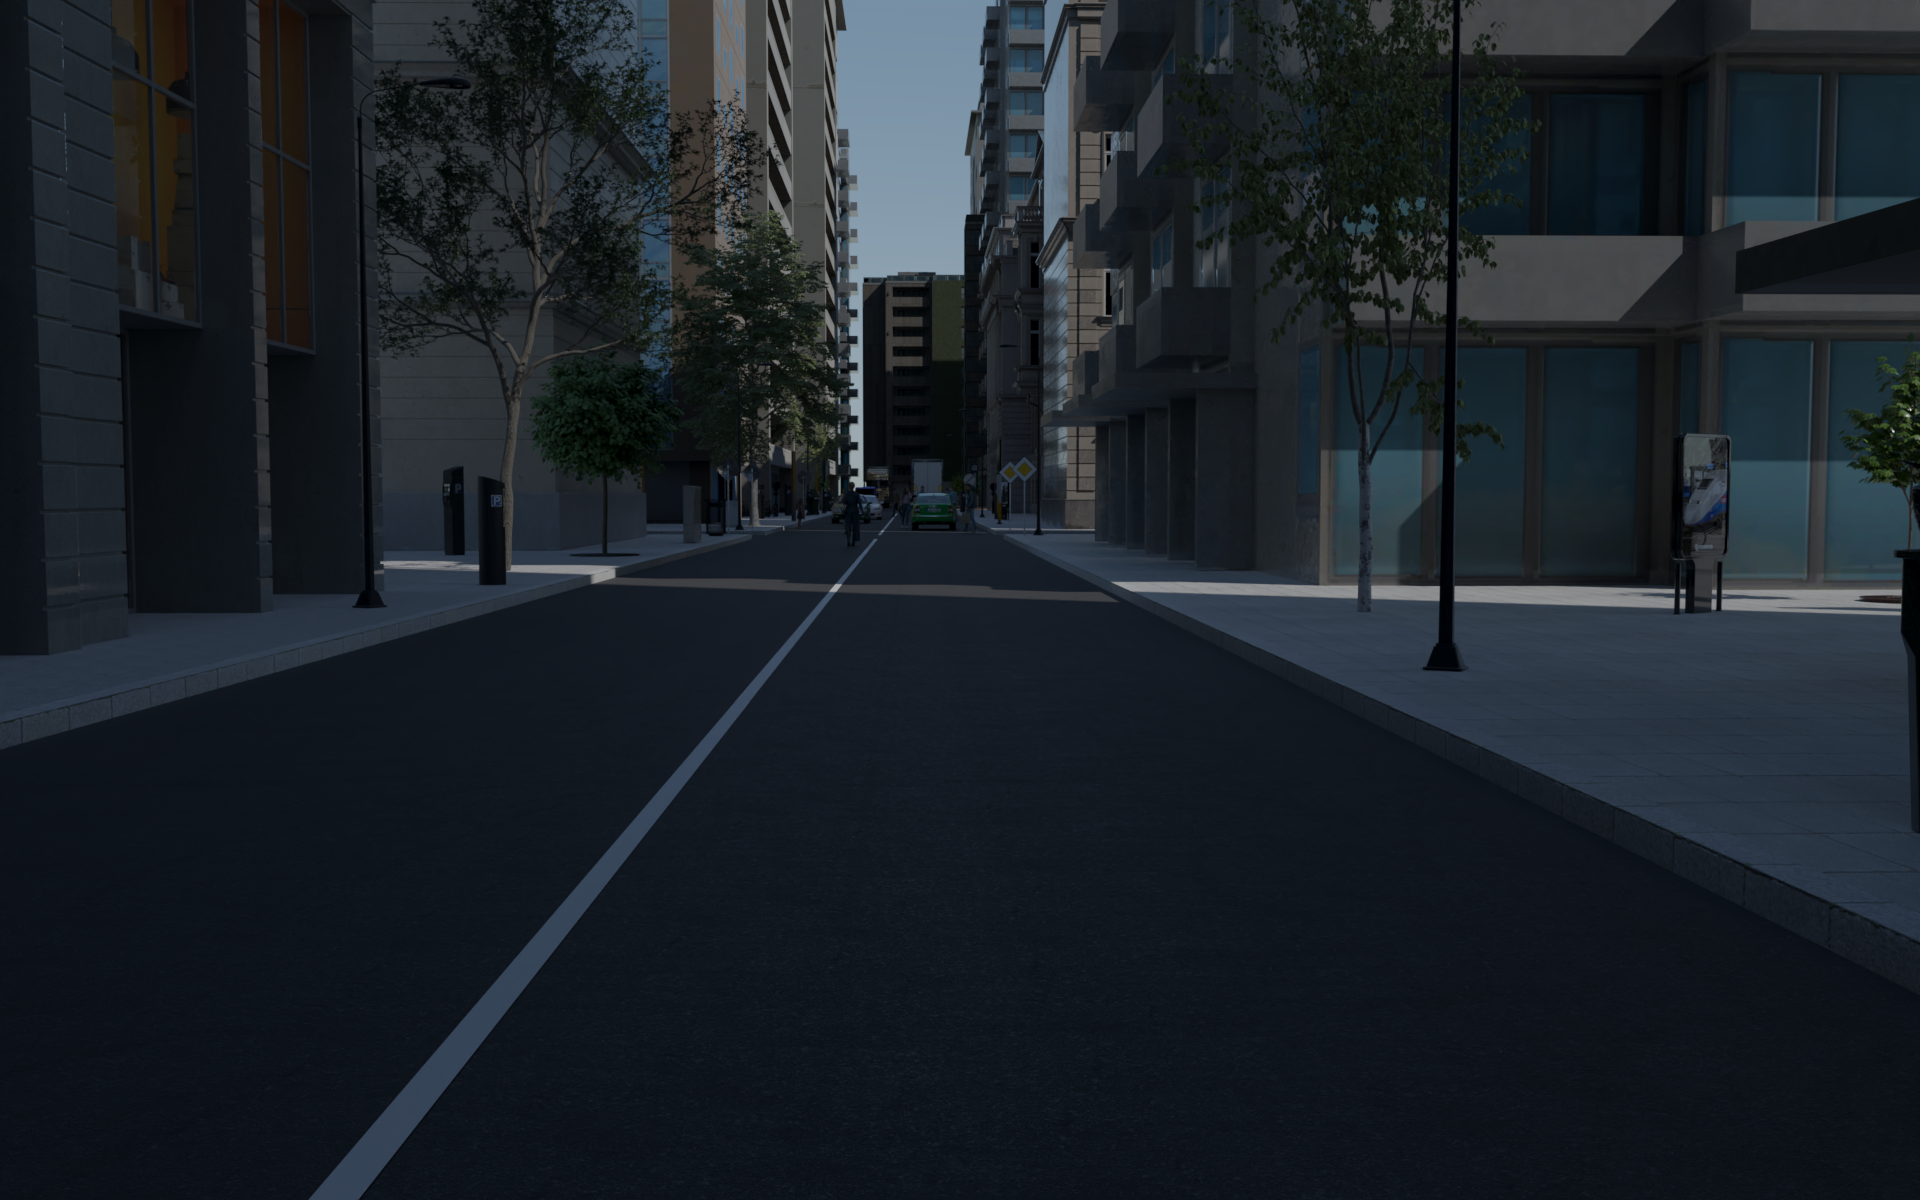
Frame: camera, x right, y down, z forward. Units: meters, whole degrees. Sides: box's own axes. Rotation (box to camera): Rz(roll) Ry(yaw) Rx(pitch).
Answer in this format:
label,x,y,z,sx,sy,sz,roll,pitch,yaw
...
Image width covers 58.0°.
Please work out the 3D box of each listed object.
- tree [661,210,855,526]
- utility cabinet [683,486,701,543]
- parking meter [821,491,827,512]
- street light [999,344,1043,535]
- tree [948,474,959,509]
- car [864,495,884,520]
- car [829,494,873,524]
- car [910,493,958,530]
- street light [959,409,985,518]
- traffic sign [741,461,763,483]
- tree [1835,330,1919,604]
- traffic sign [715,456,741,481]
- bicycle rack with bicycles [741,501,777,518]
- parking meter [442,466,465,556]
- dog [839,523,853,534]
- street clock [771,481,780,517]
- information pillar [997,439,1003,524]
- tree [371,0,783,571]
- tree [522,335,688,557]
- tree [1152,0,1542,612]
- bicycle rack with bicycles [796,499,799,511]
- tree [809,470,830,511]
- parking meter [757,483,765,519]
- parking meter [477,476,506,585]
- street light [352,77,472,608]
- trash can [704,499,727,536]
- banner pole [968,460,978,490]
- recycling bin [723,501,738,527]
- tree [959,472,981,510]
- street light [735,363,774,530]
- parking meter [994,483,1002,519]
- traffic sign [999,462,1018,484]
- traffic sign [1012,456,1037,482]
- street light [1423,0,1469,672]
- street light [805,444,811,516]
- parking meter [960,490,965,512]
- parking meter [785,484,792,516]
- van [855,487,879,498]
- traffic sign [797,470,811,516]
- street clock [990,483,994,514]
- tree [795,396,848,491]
label,x,y,z,sx,sy,sz,roll,pitch,yaw
tree,-8.075,-9.226,68.977,7.486,12.596,7.792,0,3,0
utility cabinet,-7.047,-2.262,45.658,0.318,1.500,1.173,0,4,0
parking meter,-9.620,-6.985,122.616,0.372,1.533,0.369,0,3,0
street light,1.900,-4.961,53.654,1.470,5.913,1.316,0,4,-2
tree,0.023,-9.510,150.094,1.663,3.219,1.824,0,3,0
car,-5.354,-5.235,97.947,2.083,1.381,4.827,0,4,-3
car,-5.375,-4.523,85.753,2.131,1.459,4.920,0,4,-1
car,-1.055,-3.738,69.919,1.959,1.807,4.718,0,4,-1
street light,0.675,-7.469,94.659,1.470,5.913,1.316,0,4,-2
traffic sign,-7.387,-3.625,61.456,0.795,2.593,0.064,0,4,-2
tree,11.291,-1.593,20.655,1.663,3.219,1.824,0,3,0
traffic sign,-7.171,-3.137,53.474,0.795,2.593,0.064,0,4,-2
bicycle rack with bicycles,-11.061,-5.006,95.226,2.852,0.926,2.925,1,4,16
parking meter,-10.591,-1.867,36.229,0.255,1.863,0.399,2,4,32
dog,-3.946,-2.534,61.625,0.550,0.427,0.748,-3,4,-36
street clock,-10.385,-5.697,97.722,0.358,2.002,0.471,3,5,40
information pillar,1.674,-5.057,74.044,0.183,3.616,0.504,-1,4,-12
tree,-7.400,-5.748,28.391,7.601,10.594,8.767,3,5,39
tree,-7.364,-3.190,35.877,4.285,4.588,4.351,0,3,0
tree,4.289,-4.163,18.430,4.737,8.622,4.395,0,3,0
bicycle rack with bicycles,-12.144,-6.595,121.213,2.852,0.926,2.925,1,4,14
tree,-10.928,-8.564,134.629,1.663,3.219,1.824,0,3,0
parking meter,-10.274,-5.103,89.138,0.399,1.863,0.255,3,4,38
parking meter,-6.617,-0.983,24.481,0.372,1.533,0.369,0,3,0
street light,-6.138,-2.868,19.429,1.470,5.913,1.316,0,4,-2
trash can,-7.447,-2.519,52.835,0.748,1.137,0.748,0,3,0
banner pole,0.900,-8.277,125.339,0.863,3.779,0.401,0,4,6
recycling bin,-8.837,-3.318,66.808,0.722,1.027,0.722,0,4,-3
tree,1.354,-8.872,139.655,1.663,3.219,1.824,0,3,0
street light,-7.291,-5.433,61.364,1.470,5.913,1.316,0,4,-2
parking meter,1.966,-5.035,88.029,0.399,1.863,0.255,2,4,35
traffic sign,1.804,-3.639,61.684,0.795,2.593,0.064,0,4,-2
traffic sign,2.020,-3.151,53.702,0.795,2.593,0.064,0,4,-2
street light,3.013,-2.443,12.484,1.470,5.913,1.316,0,4,-2
street light,-8.487,-7.965,102.774,1.470,5.913,1.316,0,4,-2
parking meter,0.183,-6.920,121.559,0.372,1.533,0.369,0,3,0
parking meter,-10.171,-5.925,102.581,0.399,1.863,0.255,-2,4,-24
van,-7.828,-8.517,143.630,2.240,2.365,5.245,0,4,-1
traffic sign,-8.313,-5.638,92.294,0.768,2.556,0.104,0,4,2
street clock,2.173,-6.620,112.815,0.471,2.002,0.358,0,4,6
tree,-9.960,-10.707,125.423,4.737,8.622,4.395,0,3,0
